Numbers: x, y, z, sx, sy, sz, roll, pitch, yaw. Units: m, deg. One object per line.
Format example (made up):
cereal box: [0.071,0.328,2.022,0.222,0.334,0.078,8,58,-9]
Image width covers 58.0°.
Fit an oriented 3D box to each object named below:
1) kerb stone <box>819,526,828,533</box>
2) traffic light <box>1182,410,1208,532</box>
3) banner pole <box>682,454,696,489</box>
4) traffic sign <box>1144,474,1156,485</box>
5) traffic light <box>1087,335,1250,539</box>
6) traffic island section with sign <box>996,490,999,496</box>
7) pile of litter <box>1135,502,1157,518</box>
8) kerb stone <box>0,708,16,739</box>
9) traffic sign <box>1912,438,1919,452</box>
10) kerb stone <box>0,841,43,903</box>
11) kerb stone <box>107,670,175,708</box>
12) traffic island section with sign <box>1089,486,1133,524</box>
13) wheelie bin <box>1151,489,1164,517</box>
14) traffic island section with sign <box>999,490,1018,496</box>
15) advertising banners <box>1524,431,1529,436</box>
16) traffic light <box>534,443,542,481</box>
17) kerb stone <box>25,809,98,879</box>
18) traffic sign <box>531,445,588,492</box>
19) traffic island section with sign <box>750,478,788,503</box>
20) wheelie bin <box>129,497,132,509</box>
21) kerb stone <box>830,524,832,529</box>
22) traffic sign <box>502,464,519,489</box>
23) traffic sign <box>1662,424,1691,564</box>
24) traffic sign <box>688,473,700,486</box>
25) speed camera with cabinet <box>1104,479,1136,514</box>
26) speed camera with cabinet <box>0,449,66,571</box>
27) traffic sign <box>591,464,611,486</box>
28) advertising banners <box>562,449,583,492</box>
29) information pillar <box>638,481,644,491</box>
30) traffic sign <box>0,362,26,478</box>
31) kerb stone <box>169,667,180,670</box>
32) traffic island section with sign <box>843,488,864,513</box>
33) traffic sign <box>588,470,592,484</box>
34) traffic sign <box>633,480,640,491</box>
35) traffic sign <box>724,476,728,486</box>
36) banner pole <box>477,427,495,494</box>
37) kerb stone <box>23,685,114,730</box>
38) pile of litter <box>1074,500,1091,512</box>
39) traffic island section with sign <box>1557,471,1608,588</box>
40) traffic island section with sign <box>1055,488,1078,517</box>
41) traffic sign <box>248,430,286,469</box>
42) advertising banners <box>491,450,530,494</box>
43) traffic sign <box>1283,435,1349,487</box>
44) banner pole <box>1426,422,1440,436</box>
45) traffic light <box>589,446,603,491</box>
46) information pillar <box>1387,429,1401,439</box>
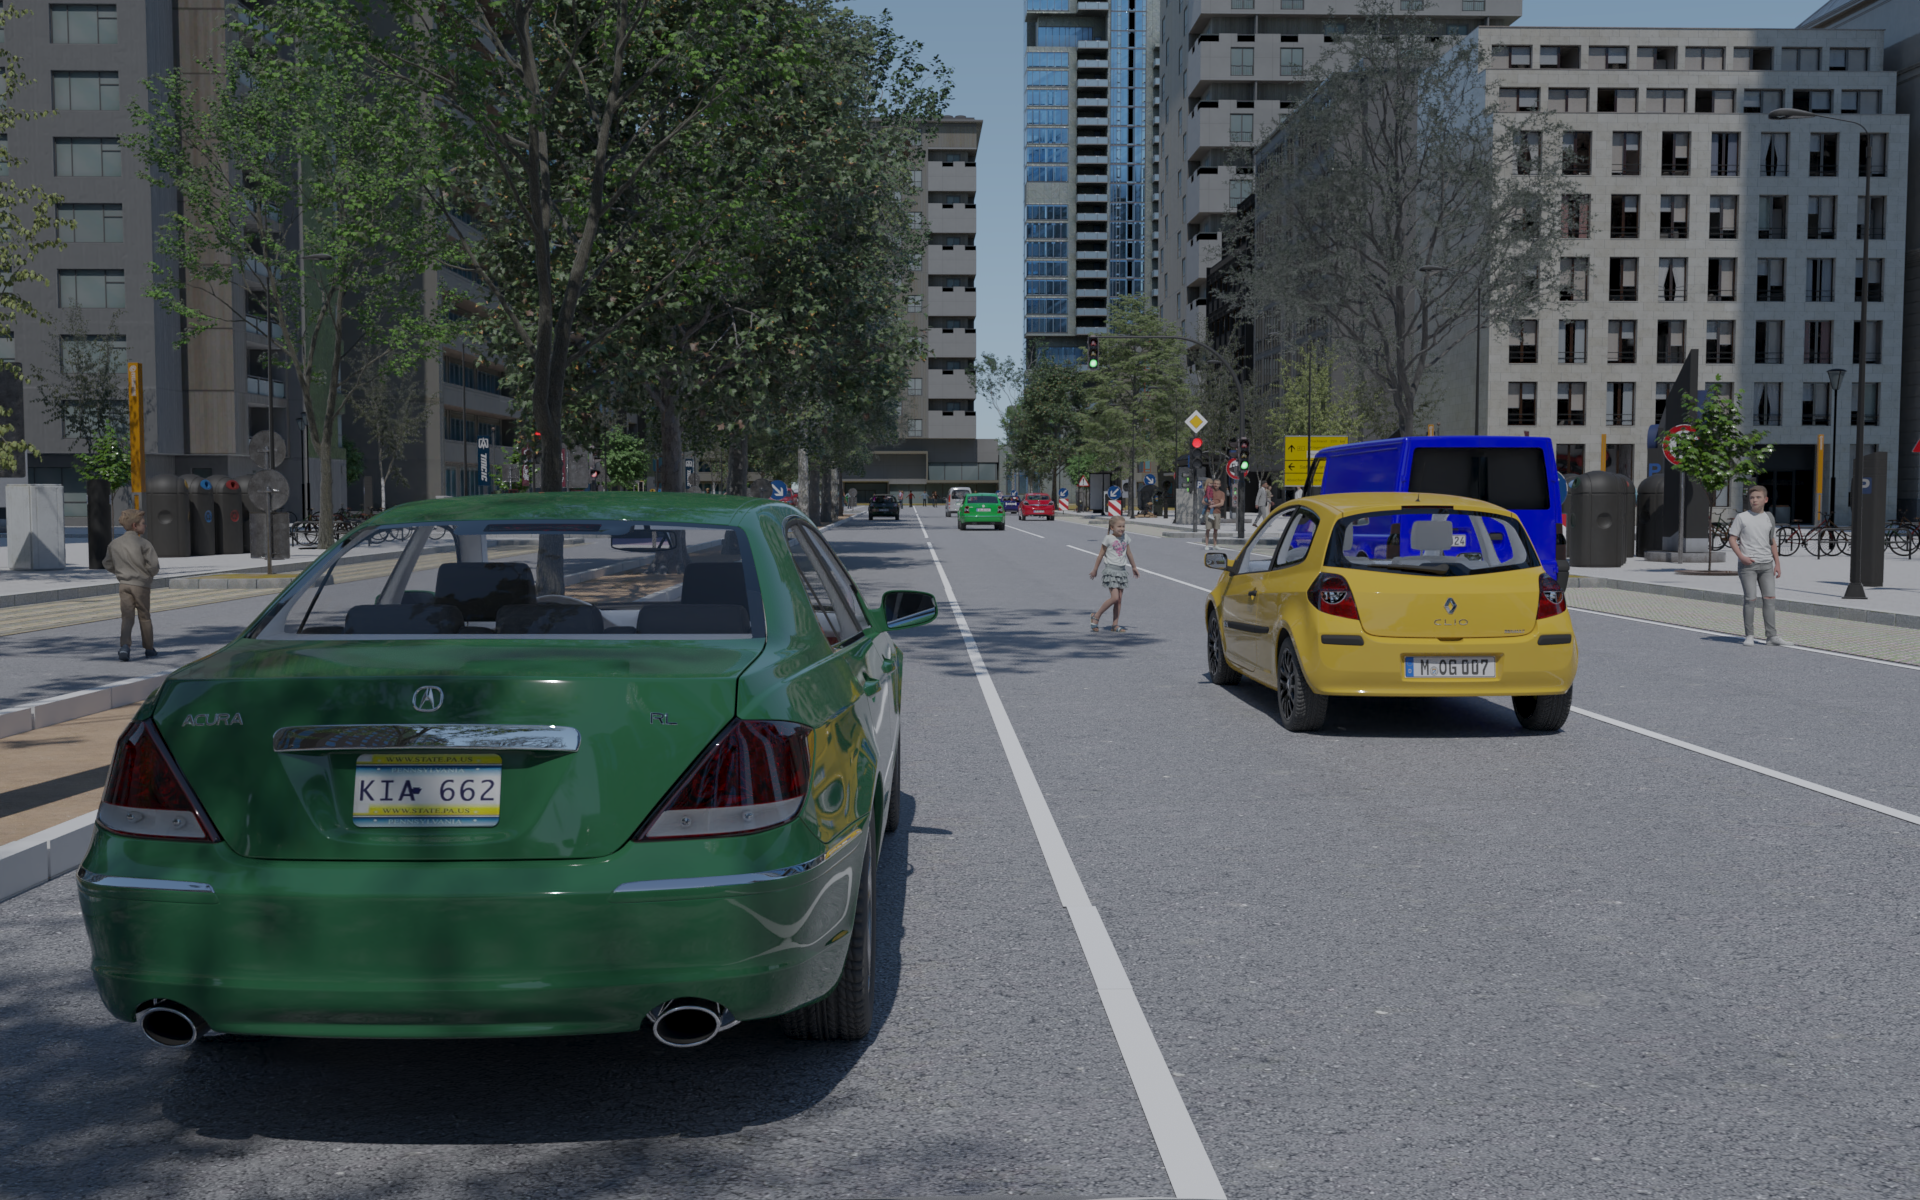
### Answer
kerb stone: [-5.204,-2.671,65.862,0.120,0.150,1.000,0,4,-2]
traffic light: [7.856,-4.220,57.919,0.839,4.253,0.868,0,4,-2]
banner pole: [-17.038,-7.212,107.930,0.863,3.779,0.401,-1,4,-16]
traffic sign: [12.039,-6.716,109.905,0.768,2.556,0.104,0,4,3]
traffic light: [6.004,-4.591,49.734,4.771,5.953,1.251,0,4,-2]
traffic island section with sign: [4.059,-10.944,187.558,1.989,1.847,2.006,0,4,-2]
pile of litter: [10.073,-4.863,93.472,1.176,0.858,1.719,-2,4,-35]
kerb stone: [-5.638,0.754,9.932,0.120,0.150,1.000,0,4,-2]
traffic sign: [12.478,-1.342,21.954,0.884,2.594,0.081,0,4,-1]
kerb stone: [-3.421,0.996,5.906,0.120,0.150,1.000,0,4,-2]
kerb stone: [-5.699,0.625,11.988,0.120,0.150,1.000,0,4,-2]
traffic island section with sign: [7.176,-4.530,82.685,1.989,1.847,2.006,0,4,-2]
wheelie bin: [11.314,-5.574,99.041,0.693,1.594,0.980,0,4,-2]
traffic island section with sign: [4.866,-9.264,160.093,1.989,1.847,2.006,0,4,-2]
advertising banners: [16.060,-3.205,48.586,0.090,3.025,2.074,2,4,33]
traffic light: [-11.860,-3.695,49.332,0.839,4.253,0.868,0,4,-2]
kerb stone: [-3.452,0.937,6.928,0.120,0.150,1.000,0,4,-2]
traffic sign: [-15.978,-4.603,69.124,2.265,3.308,0.079,0,3,0]
traffic island section with sign: [-5.980,-3.006,57.285,2.006,1.907,1.989,0,4,-2]
wheelie bin: [-26.940,-3.002,56.985,0.693,1.594,0.980,-2,4,-29]
kerb stone: [-5.289,-2.858,68.939,0.120,0.150,1.000,0,4,-2]
traffic sign: [-15.265,-3.470,58.858,0.606,2.300,0.079,0,4,6]
traffic sign: [13.238,-1.936,31.757,0.768,2.556,0.104,0,4,5]
traffic sign: [-16.137,-6.421,105.088,0.768,2.556,0.104,0,4,8]
speed camera with cabinet: [9.998,-6.996,108.725,2.038,3.252,0.660,3,4,36]
speed camera with cabinet: [-15.987,-2.150,29.487,2.038,3.252,0.660,3,5,40]
traffic sign: [-15.455,-4.559,74.549,0.884,2.594,0.081,0,4,3]
advertising banners: [-14.684,-4.300,66.485,2.074,3.025,0.090,-3,5,-44]
information pillar: [-17.935,-5.679,97.344,0.304,2.012,0.304,-1,4,-12]
traffic sign: [-15.564,-2.012,26.765,2.265,3.308,0.079,0,4,3]
kerb stone: [-5.731,0.562,13.010,0.120,0.150,1.000,0,4,-2]
traffic island section with sign: [-8.217,-7.600,132.390,2.006,1.907,1.989,0,4,-2]
traffic sign: [-18.304,-5.272,86.309,0.768,2.556,0.104,0,3,0]
traffic sign: [-16.714,-5.426,88.825,0.768,2.556,0.104,0,4,1]
traffic sign: [-16.484,-7.544,123.455,0.768,2.556,0.104,0,4,7]
banner pole: [-17.711,-4.587,65.014,0.863,3.779,0.401,0,4,6]
kerb stone: [-5.662,0.687,10.958,0.120,0.150,1.000,0,4,-2]
pile of litter: [8.974,-6.972,127.959,1.176,0.858,1.719,-3,4,-36]
traffic island section with sign: [8.813,-1.136,27.195,1.989,1.847,2.006,0,4,-2]
traffic island section with sign: [6.376,-6.177,109.629,1.989,1.847,2.006,0,4,-2]
traffic sign: [-13.805,-2.105,34.528,0.768,2.556,0.104,0,4,3]
advertising banners: [-14.836,-3.743,57.393,0.090,3.025,2.074,2,4,23]
traffic sign: [12.324,-4.044,59.997,2.265,3.308,0.079,0,4,-1]
banner pole: [16.598,-4.325,60.738,0.401,3.779,0.863,-2,4,-25]
traffic light: [-10.008,-5.061,57.410,4.771,5.953,1.251,0,4,-2]
information pillar: [15.119,-4.221,60.373,0.504,3.616,0.183,0,4,-1]
